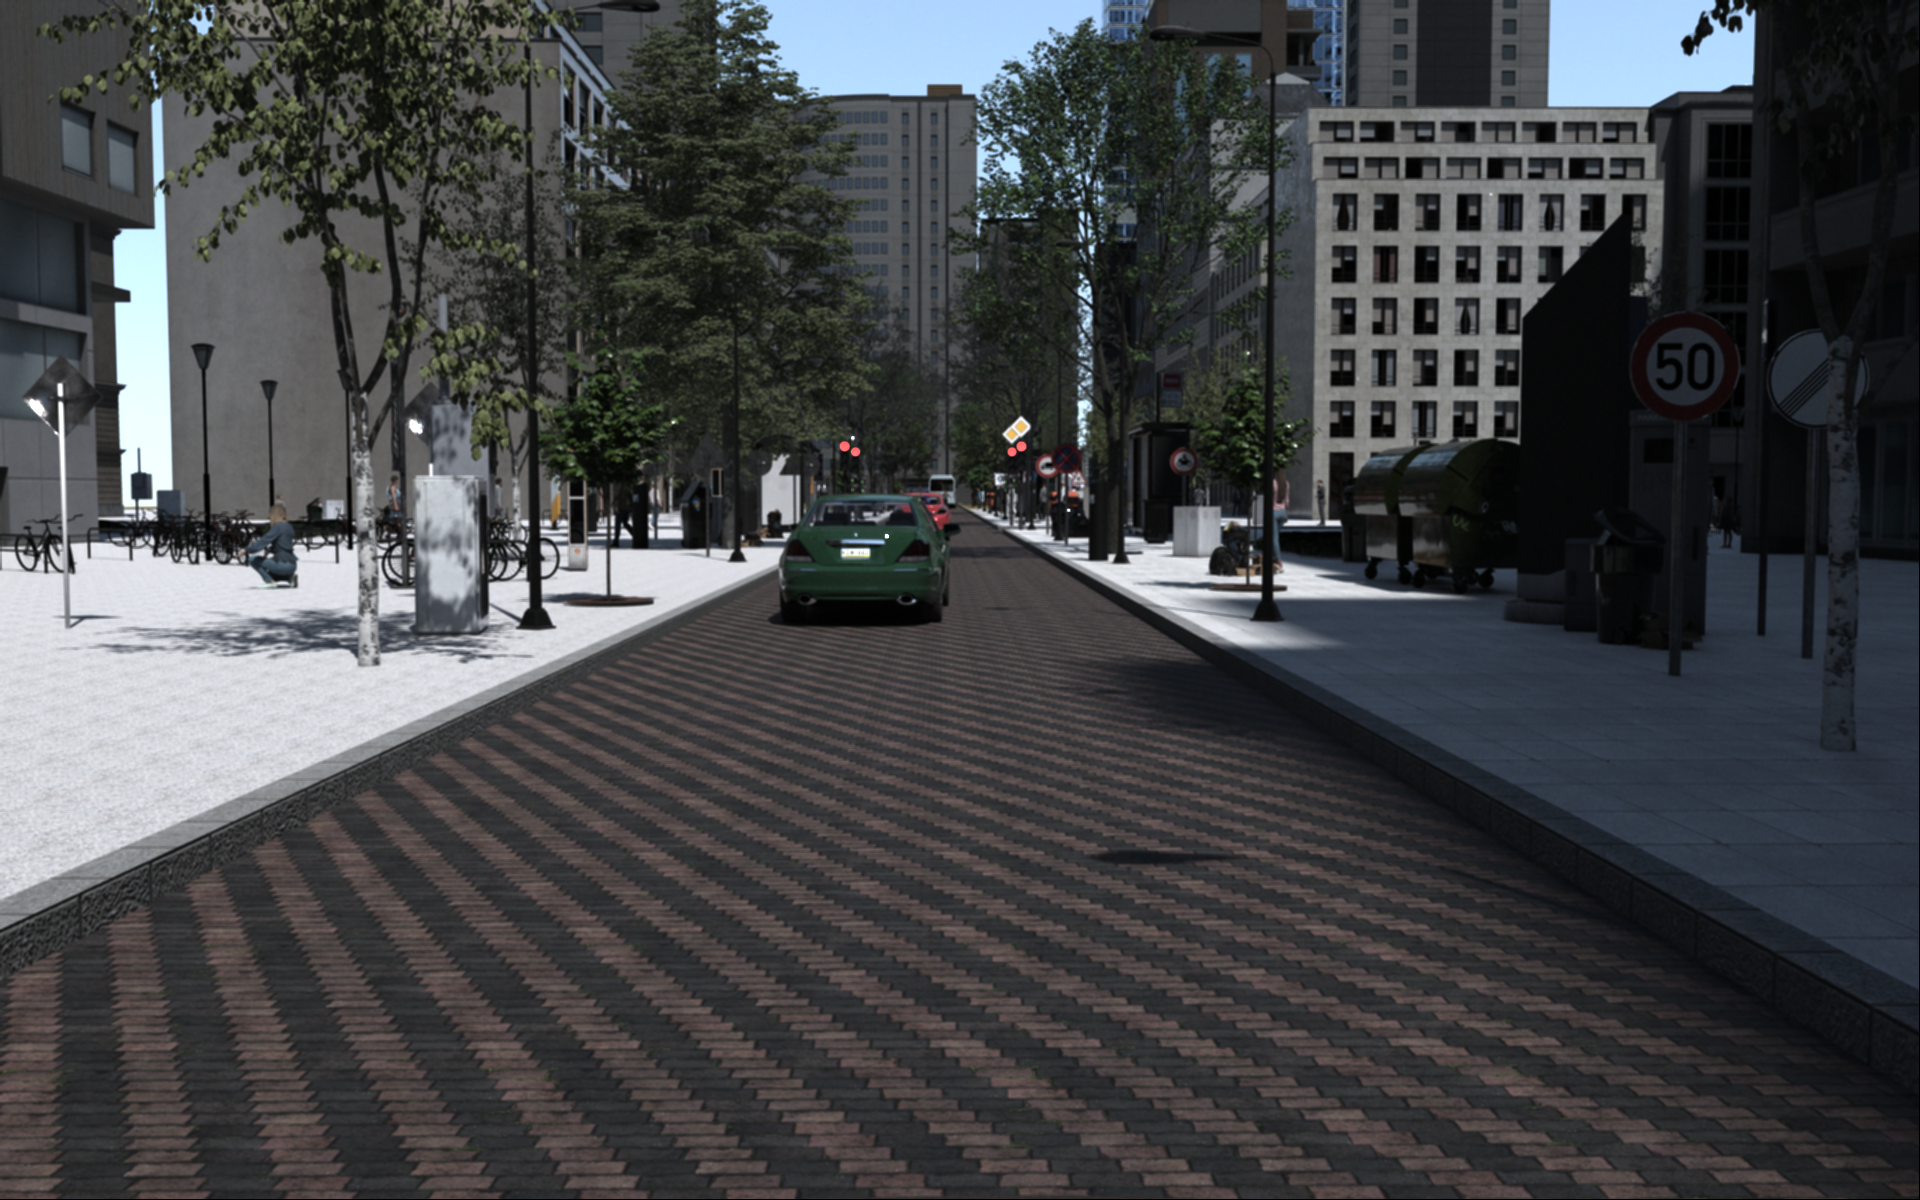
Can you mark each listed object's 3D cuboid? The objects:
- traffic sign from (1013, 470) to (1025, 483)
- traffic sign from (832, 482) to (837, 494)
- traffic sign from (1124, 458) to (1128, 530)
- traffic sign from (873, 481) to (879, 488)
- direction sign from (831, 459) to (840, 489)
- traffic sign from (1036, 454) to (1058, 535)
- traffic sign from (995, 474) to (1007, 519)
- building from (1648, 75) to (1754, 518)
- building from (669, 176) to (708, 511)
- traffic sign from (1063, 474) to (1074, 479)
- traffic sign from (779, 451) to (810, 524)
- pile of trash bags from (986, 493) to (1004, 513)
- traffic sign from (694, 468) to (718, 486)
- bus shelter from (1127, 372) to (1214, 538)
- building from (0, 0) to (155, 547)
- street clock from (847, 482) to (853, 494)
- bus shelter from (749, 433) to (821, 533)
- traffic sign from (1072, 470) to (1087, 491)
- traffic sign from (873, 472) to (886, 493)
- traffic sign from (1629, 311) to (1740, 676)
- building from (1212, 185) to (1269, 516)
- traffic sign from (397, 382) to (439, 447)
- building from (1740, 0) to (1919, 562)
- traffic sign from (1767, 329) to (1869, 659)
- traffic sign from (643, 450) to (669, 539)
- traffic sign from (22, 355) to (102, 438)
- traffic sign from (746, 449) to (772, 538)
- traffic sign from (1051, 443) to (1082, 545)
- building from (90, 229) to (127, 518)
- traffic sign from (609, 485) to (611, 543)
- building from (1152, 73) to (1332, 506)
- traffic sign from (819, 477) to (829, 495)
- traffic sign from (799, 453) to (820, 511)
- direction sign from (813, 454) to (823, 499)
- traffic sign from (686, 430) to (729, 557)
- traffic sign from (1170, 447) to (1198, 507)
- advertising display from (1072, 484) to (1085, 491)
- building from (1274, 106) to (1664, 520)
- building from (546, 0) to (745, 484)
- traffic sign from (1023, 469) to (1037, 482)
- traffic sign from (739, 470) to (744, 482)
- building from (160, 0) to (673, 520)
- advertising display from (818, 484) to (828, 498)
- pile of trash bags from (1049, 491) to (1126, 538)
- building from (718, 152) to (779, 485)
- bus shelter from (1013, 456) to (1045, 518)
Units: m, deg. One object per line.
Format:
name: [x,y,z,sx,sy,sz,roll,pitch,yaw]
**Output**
traffic sign: [3.035,-5.266,86.100,0.884,2.594,0.081,0,4,8]
traffic sign: [-8.343,-7.028,117.032,0.606,2.300,0.079,0,4,1]
traffic sign: [5.977,-3.787,62.027,0.768,2.556,0.104,0,4,4]
traffic sign: [-7.124,-8.817,144.264,0.768,2.556,0.104,0,4,6]
direction sign: [-7.899,-7.327,111.794,0.876,3.537,0.379,-1,4,-18]
traffic sign: [2.775,-3.343,54.765,0.768,2.556,0.104,0,4,6]
traffic sign: [2.073,-5.224,87.535,0.606,2.300,0.079,0,4,4]
building: [48.936,-16.634,91.035,30.058,24.678,14.314,0,4,-1]
building: [-27.384,-20.585,130.079,14.314,27.812,24.014,0,4,-1]
traffic sign: [5.822,-5.801,94.577,0.795,2.593,0.064,0,4,3]
traffic sign: [-4.668,-2.992,48.919,0.884,2.594,0.081,0,4,5]
pile of trash bags: [3.311,-6.715,119.534,3.447,1.369,1.912,2,4,29]
traffic sign: [-7.727,-3.211,52.602,0.768,2.556,0.104,0,4,2]
bus shelter: [6.301,-4.713,54.688,2.179,5.291,8.768,0,4,-1]
building: [-35.178,-27.178,33.595,27.495,52.752,28.713,0,4,-1]
street clock: [-4.631,-4.124,72.000,0.358,2.002,0.471,0,4,0]
bus shelter: [-5.993,-4.038,59.945,2.014,3.302,5.546,0,4,-1]
traffic sign: [6.260,-5.585,91.320,0.884,2.594,0.081,0,3,0]
traffic sign: [-4.715,-6.188,101.271,0.768,2.556,0.104,1,4,8]
traffic sign: [5.056,-0.738,12.176,0.768,2.556,0.104,0,4,0]
building: [22.242,-15.455,107.445,10.420,20.320,16.860,0,4,-1]
traffic sign: [-6.233,-1.264,20.399,0.795,2.593,0.064,0,4,2]
building: [27.851,-24.609,26.060,21.300,48.544,21.600,0,4,-1]
traffic sign: [6.621,-0.817,13.459,0.768,2.556,0.104,0,4,3]
traffic sign: [-8.623,-2.993,49.041,0.768,2.556,0.104,0,4,8]
traffic sign: [-8.527,-1.024,16.474,0.795,2.593,0.064,0,4,5]
traffic sign: [-5.714,-3.003,49.205,0.768,2.556,0.104,0,4,3]
traffic sign: [2.680,-2.658,43.569,0.768,2.556,0.104,0,4,6]
building: [-63.944,-16.560,89.833,34.723,24.649,14.460,0,4,-1]
traffic sign: [-9.141,-2.758,45.101,0.884,2.594,0.081,0,4,5]
building: [21.901,-21.591,130.507,11.434,29.767,29.804,0,4,-1]
traffic sign: [-8.233,-6.299,105.113,0.606,2.300,0.079,0,4,7]
traffic sign: [-4.680,-3.244,53.138,0.768,2.556,0.104,0,4,2]
direction sign: [-8.089,-6.494,98.170,0.876,3.537,0.379,3,5,42]
traffic sign: [-5.151,-2.161,35.340,0.884,2.594,0.081,0,4,4]
traffic sign: [6.133,-2.894,47.428,0.768,2.556,0.104,0,4,6]
advertising display: [6.926,-5.907,101.796,0.974,1.923,0.123,-2,4,-31]
building: [25.501,-14.327,88.999,16.860,20.320,10.420,0,4,-1]
building: [-30.142,-43.783,154.101,20.563,71.187,20.611,0,4,-1]
traffic sign: [3.444,-5.287,86.553,0.768,2.556,0.104,0,4,4]
traffic sign: [-9.441,-4.357,73.363,0.606,2.300,0.079,0,4,7]
building: [-29.121,-18.138,101.069,19.350,26.468,34.151,0,4,-1]
advertising display: [-8.819,-6.394,109.753,0.974,1.923,0.123,-3,4,-39]
pile of trash bags: [3.635,-2.603,52.317,1.912,1.369,3.447,-1,4,-8]
building: [-32.262,-30.501,190.570,23.993,40.220,32.217,0,4,-1]
bus shelter: [3.754,-6.195,95.214,2.014,3.302,5.546,0,4,-1]
